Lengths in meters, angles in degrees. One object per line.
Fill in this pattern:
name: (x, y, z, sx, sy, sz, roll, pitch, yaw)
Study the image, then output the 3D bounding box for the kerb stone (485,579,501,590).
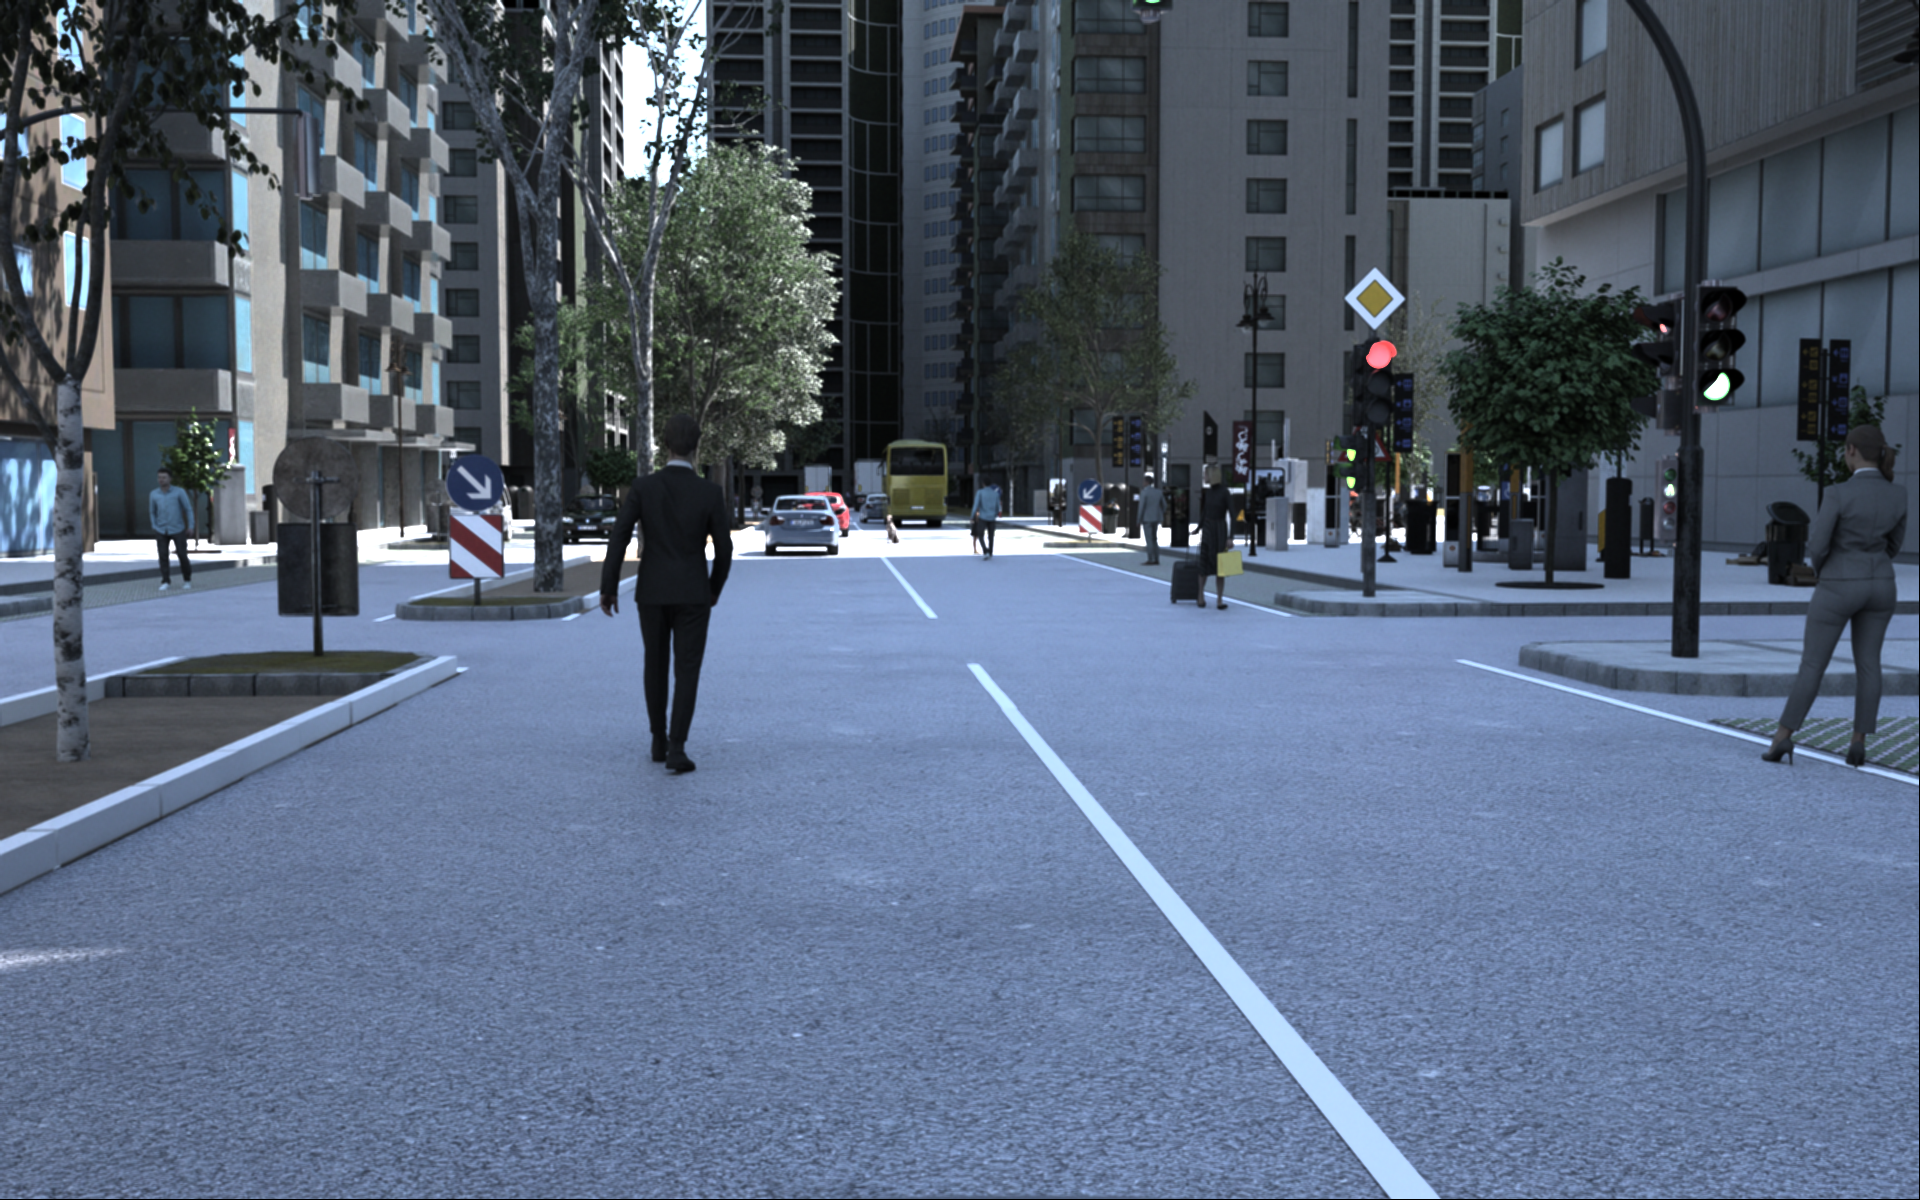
kerb stone: (-7.061, -0.226, 25.894, 0.120, 0.150, 1.000, 0, 4, -4)

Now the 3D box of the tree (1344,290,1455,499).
tree: (15.981, -6.816, 61.810, 4.360, 8.622, 3.978, 0, 3, 0)

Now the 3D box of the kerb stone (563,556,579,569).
kerb stone: (-7.681, -0.727, 34.080, 0.120, 0.150, 1.000, 0, 4, -4)

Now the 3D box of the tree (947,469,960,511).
tree: (-0.786, -8.371, 131.468, 1.663, 3.219, 1.824, 0, 3, 0)

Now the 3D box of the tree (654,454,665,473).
tree: (-21.564, -8.166, 117.222, 4.285, 4.588, 4.351, 0, 3, 0)

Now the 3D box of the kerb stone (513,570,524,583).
kerb stone: (-7.224, -0.351, 27.936, 0.120, 0.150, 1.000, 0, 4, -4)

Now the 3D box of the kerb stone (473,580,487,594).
kerb stone: (-6.989, -0.164, 24.874, 0.120, 0.150, 1.000, 0, 4, -4)

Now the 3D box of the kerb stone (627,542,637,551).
kerb stone: (-8.451, -1.348, 44.293, 0.120, 0.150, 1.000, 0, 4, -4)

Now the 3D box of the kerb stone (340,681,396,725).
kerb stone: (-3.855, 0.672, 11.211, 0.120, 0.150, 1.000, 0, 4, -4)

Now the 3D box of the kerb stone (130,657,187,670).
kerb stone: (-6.104, 0.555, 13.125, 0.120, 0.150, 1.000, 0, 4, -4)

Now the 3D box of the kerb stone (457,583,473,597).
kerb stone: (-6.910, -0.101, 23.855, 0.120, 0.150, 1.000, 0, 4, -4)

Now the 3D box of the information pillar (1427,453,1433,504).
information pillar: (26.651, -6.538, 98.248, 0.504, 3.616, 0.183, -3, 5, -39)

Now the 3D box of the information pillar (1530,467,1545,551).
information pillar: (13.047, -2.111, 39.010, 0.304, 2.012, 0.304, -2, 4, -23)

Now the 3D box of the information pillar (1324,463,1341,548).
information pillar: (8.937, -2.266, 41.537, 0.304, 2.012, 0.304, 2, 4, 29)

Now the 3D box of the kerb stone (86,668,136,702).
kerb stone: (-6.038, 0.617, 12.103, 0.120, 0.150, 1.000, 0, 4, -4)

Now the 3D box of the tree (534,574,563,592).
tree: (-7.290, -10.222, 25.480, 12.611, 20.169, 13.585, 0, 3, 0)

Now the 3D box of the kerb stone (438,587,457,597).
kerb stone: (-6.831, -0.039, 22.825, 0.120, 0.150, 1.000, 0, 4, -4)

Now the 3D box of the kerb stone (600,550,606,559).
kerb stone: (-7.986, -0.977, 38.166, 0.120, 0.150, 1.000, 0, 4, -4)

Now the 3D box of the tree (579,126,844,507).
tree: (-8.594, -9.288, 60.977, 9.857, 13.997, 8.962, 0, 3, 0)

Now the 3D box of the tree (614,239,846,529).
tree: (-9.509, -9.271, 71.045, 9.611, 12.733, 9.660, 0, 3, 0)

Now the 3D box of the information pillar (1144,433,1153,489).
information pillar: (7.299, -4.629, 67.037, 0.183, 3.616, 0.504, 3, 5, 41)

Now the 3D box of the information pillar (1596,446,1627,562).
information pillar: (12.297, -2.526, 32.653, 0.504, 3.616, 0.183, 1, 4, 19)

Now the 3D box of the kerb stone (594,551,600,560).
kerb stone: (-7.913, -0.914, 37.146, 0.120, 0.150, 1.000, 0, 4, -4)

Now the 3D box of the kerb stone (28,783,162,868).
kerb stone: (-3.548, 0.922, 7.124, 0.120, 0.150, 1.000, 0, 4, -4)

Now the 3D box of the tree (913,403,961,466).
tree: (-1.779, -11.601, 140.031, 4.360, 8.622, 3.978, 0, 3, 0)

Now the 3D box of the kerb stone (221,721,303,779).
kerb stone: (-3.707, 0.797, 9.167, 0.120, 0.150, 1.000, 0, 4, -4)

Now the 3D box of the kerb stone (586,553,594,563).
kerb stone: (-7.827, -0.850, 36.127, 0.120, 0.150, 1.000, 0, 4, -4)

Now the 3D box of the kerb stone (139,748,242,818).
kerb stone: (-3.622, 0.859, 8.149, 0.120, 0.150, 1.000, 0, 4, -4)

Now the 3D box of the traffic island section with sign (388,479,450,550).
traffic island section with sign: (-13.652, -2.232, 45.119, 1.989, 1.847, 2.006, 0, 4, -4)

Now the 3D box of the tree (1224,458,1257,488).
tree: (12.054, -4.885, 74.469, 1.663, 3.219, 1.824, 0, 3, 0)

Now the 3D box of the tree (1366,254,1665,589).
tree: (8.108, -2.455, 23.858, 4.285, 4.588, 4.351, 0, 3, 0)

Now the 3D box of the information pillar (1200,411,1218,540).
information pillar: (7.036, -3.512, 48.780, 0.504, 3.616, 0.183, -3, 4, -36)

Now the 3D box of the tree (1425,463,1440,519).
tree: (23.592, -5.715, 88.039, 1.663, 3.219, 1.824, 0, 3, 0)

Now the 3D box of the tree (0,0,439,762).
tree: (-4.782, -3.452, 9.253, 4.360, 8.622, 3.978, 0, 3, 0)

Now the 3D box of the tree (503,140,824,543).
tree: (-7.705, -7.464, 50.243, 9.928, 11.665, 9.643, 0, 3, 0)

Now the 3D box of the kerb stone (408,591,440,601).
kerb stone: (-6.760, 0.024, 21.803, 0.120, 0.150, 1.000, 0, 4, -4)

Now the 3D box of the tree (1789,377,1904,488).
tree: (14.596, -2.045, 28.032, 1.663, 3.219, 1.824, 0, 3, 0)

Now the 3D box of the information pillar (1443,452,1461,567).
information pillar: (8.648, -1.583, 30.373, 0.304, 2.012, 0.304, 1, 4, 16)

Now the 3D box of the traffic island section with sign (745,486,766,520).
traffic island section with sign: (-11.229, -5.339, 95.431, 2.006, 1.907, 1.989, 0, 4, -4)

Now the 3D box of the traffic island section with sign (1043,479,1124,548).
traffic island section with sign: (3.272, -2.313, 46.441, 1.989, 1.847, 2.006, 0, 4, -4)

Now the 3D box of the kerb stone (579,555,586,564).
kerb stone: (-7.757, -0.790, 35.105, 0.120, 0.150, 1.000, 0, 4, -4)

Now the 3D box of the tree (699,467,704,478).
tree: (-25.557, -10.969, 163.059, 4.285, 4.588, 4.351, 0, 3, 0)

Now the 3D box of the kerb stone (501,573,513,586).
kerb stone: (-7.140, -0.288, 26.913, 0.120, 0.150, 1.000, 0, 4, -4)

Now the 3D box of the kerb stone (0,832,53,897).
kerb stone: (-3.469, 0.986, 6.098, 0.120, 0.150, 1.000, 0, 4, -4)

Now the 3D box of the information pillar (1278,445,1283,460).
information pillar: (13.956, -5.101, 74.758, 0.504, 3.616, 0.183, 0, 4, 6)

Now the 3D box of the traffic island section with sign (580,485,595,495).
traffic island section with sign: (-15.768, -3.959, 73.353, 1.989, 1.847, 2.006, 0, 4, -4)

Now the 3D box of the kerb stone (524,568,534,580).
kerb stone: (-7.302, -0.409, 28.972, 0.120, 0.150, 1.000, 0, 4, -4)

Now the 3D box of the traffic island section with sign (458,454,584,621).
traffic island section with sign: (-5.597, -0.756, 20.503, 2.006, 1.907, 1.989, 0, 4, -4)

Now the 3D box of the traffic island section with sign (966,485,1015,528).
traffic island section with sign: (1.261, -3.957, 73.321, 1.989, 1.847, 2.006, 0, 4, -4)

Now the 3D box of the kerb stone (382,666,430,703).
kerb stone: (-3.937, 0.609, 12.234, 0.120, 0.150, 1.000, 0, 4, -4)

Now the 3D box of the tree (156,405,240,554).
tree: (-16.497, -2.631, 37.620, 1.663, 3.219, 1.824, 0, 3, 0)

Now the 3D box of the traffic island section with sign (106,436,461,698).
traffic island section with sign: (-5.053, -0.305, 13.116, 2.006, 1.907, 1.989, 0, 4, -4)

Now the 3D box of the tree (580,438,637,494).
tree: (-20.385, -7.161, 100.788, 4.285, 4.588, 4.351, 0, 3, 0)

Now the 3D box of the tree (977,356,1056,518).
tree: (2.968, -8.682, 92.310, 4.360, 8.622, 3.978, 0, 3, 0)

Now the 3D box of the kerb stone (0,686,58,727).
kerb stone: (-5.962, 0.680, 11.084, 0.120, 0.150, 1.000, 0, 4, -4)

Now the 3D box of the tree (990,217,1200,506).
tree: (4.521, -7.621, 59.009, 7.601, 10.594, 8.767, 0, 4, -4)

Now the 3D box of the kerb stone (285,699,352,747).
kerb stone: (-3.789, 0.735, 10.188, 0.120, 0.150, 1.000, 0, 4, -4)
